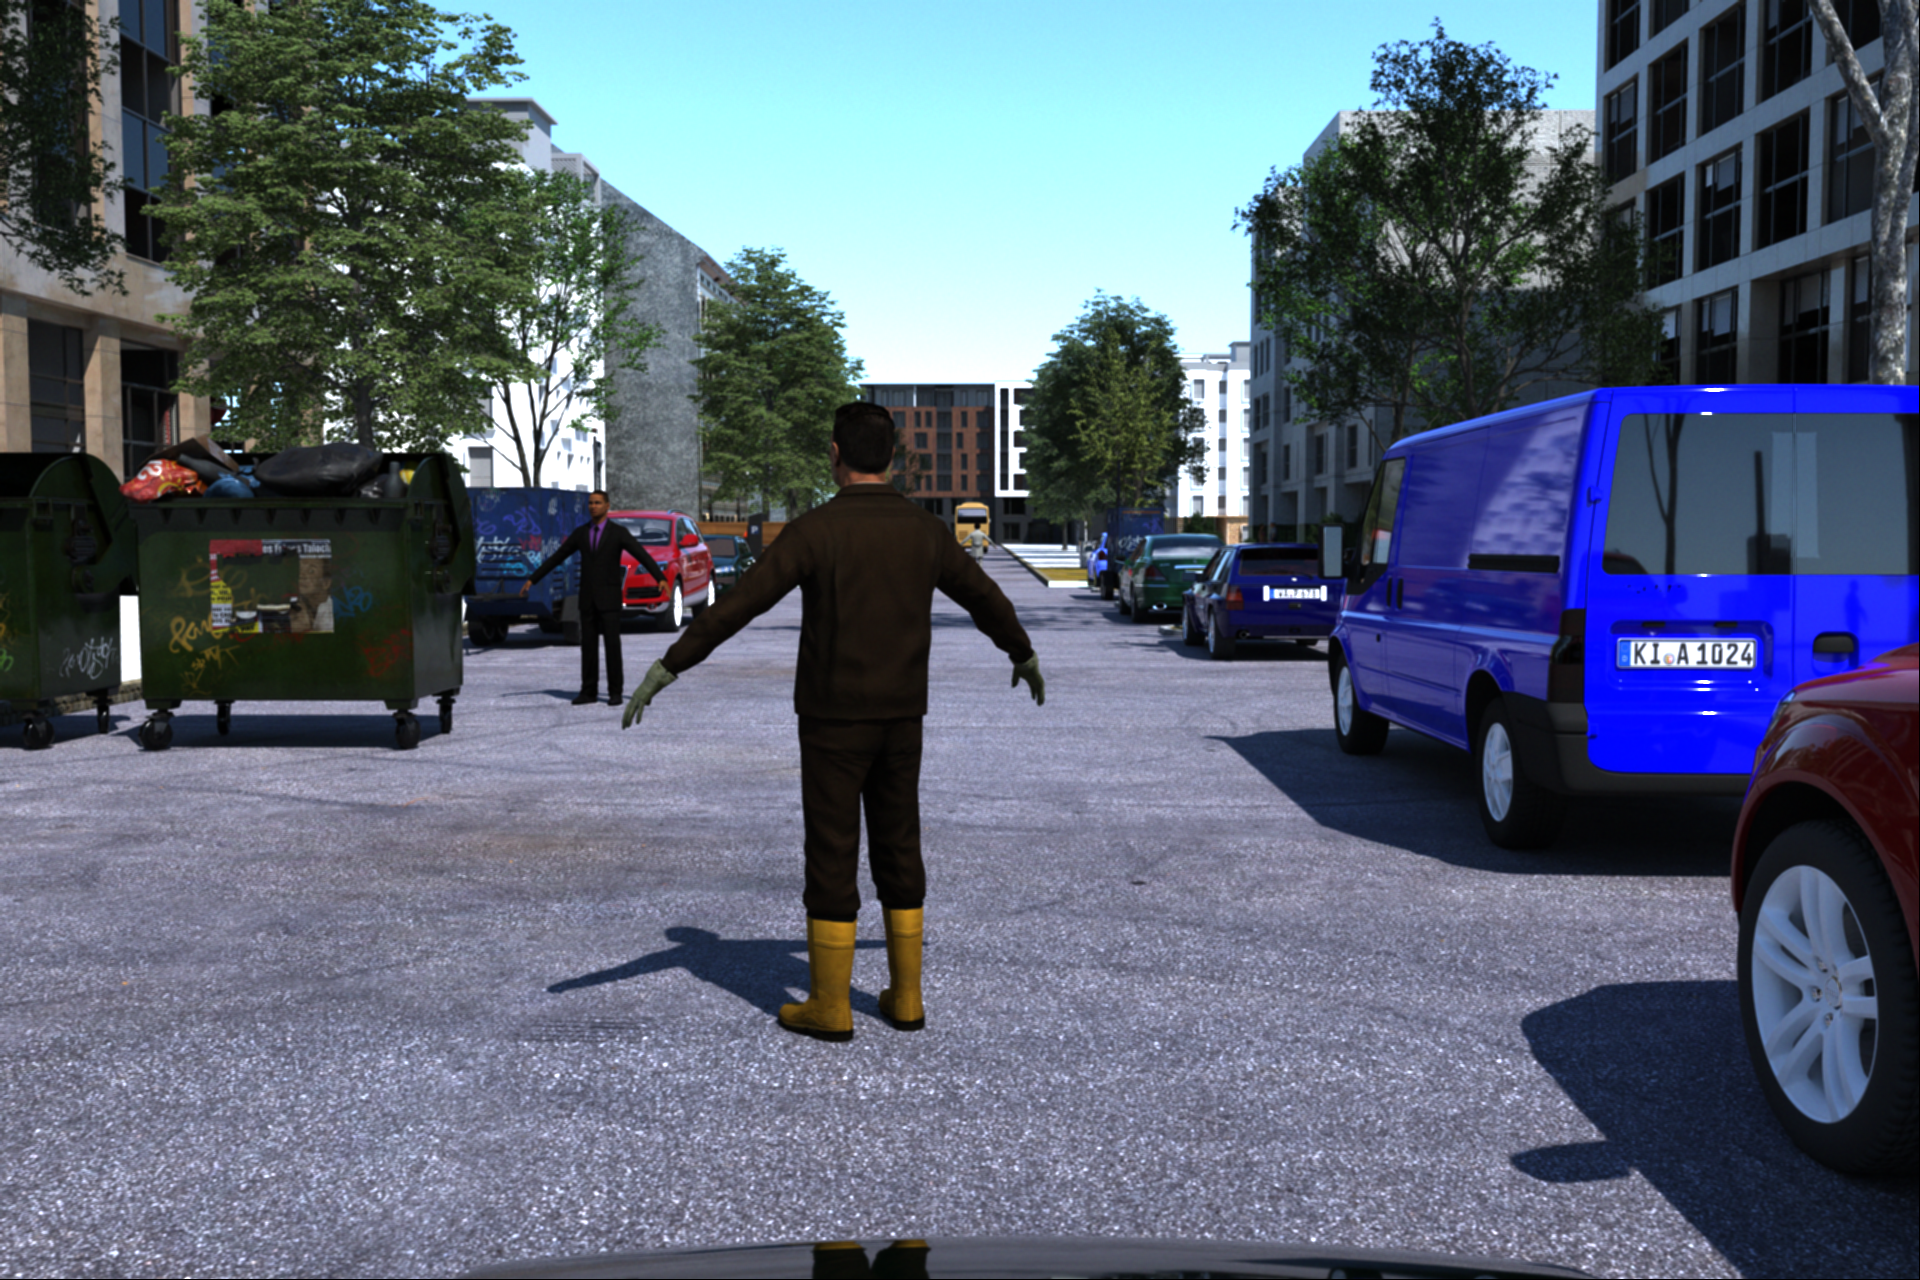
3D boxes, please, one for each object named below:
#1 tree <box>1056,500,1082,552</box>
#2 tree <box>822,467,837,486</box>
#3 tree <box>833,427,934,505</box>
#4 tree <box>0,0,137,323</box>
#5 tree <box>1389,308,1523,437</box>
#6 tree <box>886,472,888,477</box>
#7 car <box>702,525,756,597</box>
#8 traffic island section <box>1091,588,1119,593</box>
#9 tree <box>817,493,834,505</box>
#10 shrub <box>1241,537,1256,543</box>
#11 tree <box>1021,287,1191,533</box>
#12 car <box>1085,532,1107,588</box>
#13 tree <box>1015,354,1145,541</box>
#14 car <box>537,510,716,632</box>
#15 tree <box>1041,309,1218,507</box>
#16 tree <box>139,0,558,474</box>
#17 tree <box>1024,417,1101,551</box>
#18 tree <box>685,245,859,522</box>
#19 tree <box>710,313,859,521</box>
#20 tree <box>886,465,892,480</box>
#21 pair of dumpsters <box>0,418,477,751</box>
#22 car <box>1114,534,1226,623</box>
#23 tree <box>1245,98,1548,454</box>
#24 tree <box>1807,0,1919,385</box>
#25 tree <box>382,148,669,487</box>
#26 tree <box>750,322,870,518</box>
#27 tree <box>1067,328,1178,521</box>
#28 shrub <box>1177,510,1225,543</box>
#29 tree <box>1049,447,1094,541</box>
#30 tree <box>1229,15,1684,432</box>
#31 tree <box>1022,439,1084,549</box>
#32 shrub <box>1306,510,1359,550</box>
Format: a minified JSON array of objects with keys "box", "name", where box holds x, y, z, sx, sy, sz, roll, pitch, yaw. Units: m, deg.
[{"box":[8.396,-10.600,123.672,4.360,8.622,3.978,0,3,0],"name":"tree"},{"box":[-7.400,-10.000,113.854,4.737,8.622,4.395,0,3,0],"name":"tree"},{"box":[-6.641,-12.586,140.191,8.767,10.594,7.601,-1,4,-19],"name":"tree"},{"box":[-11.799,-5.077,17.424,8.767,10.594,7.601,2,4,24],"name":"tree"},{"box":[16.035,-6.423,55.383,4.737,8.622,4.395,0,3,0],"name":"tree"},{"box":[-7.433,-10.992,130.077,4.737,8.622,4.395,0,3,0],"name":"tree"},{"box":[-5.413,-1.693,37.467,2.009,1.686,4.222,0,4,1],"name":"car"},{"box":[4.243,-1.217,42.767,1.991,0.108,1.994,0,4,2],"name":"traffic island section"},{"box":[-18.243,-17.776,240.992,4.360,8.622,3.978,0,3,0],"name":"tree"},{"box":[10.430,-3.142,62.481,1.383,1.207,1.383,0,3,0],"name":"shrub"},{"box":[7.893,-11.290,91.241,9.857,13.997,8.962,0,3,0],"name":"tree"},{"box":[4.327,-2.246,46.306,1.945,1.707,3.694,0,4,0],"name":"car"},{"box":[8.547,-12.811,116.109,9.857,13.997,8.962,0,3,0],"name":"tree"},{"box":[-5.089,-1.116,26.919,2.281,1.827,5.304,0,4,1],"name":"car"},{"box":[7.314,-8.429,72.230,7.601,10.594,8.767,2,4,24],"name":"tree"},{"box":[-11.168,-6.962,31.962,7.486,12.596,7.792,0,3,0],"name":"tree"},{"box":[8.511,-13.208,134.073,7.486,12.596,7.792,0,3,0],"name":"tree"},{"box":[-7.455,-9.208,68.682,7.486,12.596,7.792,0,3,0],"name":"tree"},{"box":[-7.849,-9.462,80.465,9.928,11.665,9.643,0,3,0],"name":"tree"},{"box":[-7.143,-10.435,120.969,4.737,8.622,4.395,0,3,0],"name":"tree"},{"box":[-5.705,-0.423,11.873,4.436,2.255,1.574,0,4,1],"name":"pair of dumpsters"},{"box":[3.720,-1.076,29.394,2.131,1.459,4.920,0,4,1],"name":"car"},{"box":[10.493,-7.089,41.668,9.928,11.665,9.643,0,3,0],"name":"tree"},{"box":[8.540,-9.956,18.668,12.611,20.169,13.585,0,3,0],"name":"tree"},{"box":[-11.611,-7.392,46.621,9.928,11.665,9.643,0,3,0],"name":"tree"},{"box":[-8.009,-10.645,92.166,7.486,12.596,7.792,0,3,0],"name":"tree"},{"box":[5.892,-6.775,61.126,4.737,8.622,4.395,0,3,0],"name":"tree"},{"box":[7.259,-2.952,52.689,1.690,2.028,1.600,0,3,0],"name":"shrub"},{"box":[7.929,-9.518,105.990,4.360,8.622,3.978,0,3,0],"name":"tree"},{"box":[9.380,-5.910,31.047,8.767,10.594,7.601,-2,4,-31],"name":"tree"},{"box":[9.014,-14.239,150.935,7.486,12.596,7.792,0,3,0],"name":"tree"},{"box":[11.509,-2.993,53.361,1.690,2.028,1.600,0,3,0],"name":"shrub"}]
